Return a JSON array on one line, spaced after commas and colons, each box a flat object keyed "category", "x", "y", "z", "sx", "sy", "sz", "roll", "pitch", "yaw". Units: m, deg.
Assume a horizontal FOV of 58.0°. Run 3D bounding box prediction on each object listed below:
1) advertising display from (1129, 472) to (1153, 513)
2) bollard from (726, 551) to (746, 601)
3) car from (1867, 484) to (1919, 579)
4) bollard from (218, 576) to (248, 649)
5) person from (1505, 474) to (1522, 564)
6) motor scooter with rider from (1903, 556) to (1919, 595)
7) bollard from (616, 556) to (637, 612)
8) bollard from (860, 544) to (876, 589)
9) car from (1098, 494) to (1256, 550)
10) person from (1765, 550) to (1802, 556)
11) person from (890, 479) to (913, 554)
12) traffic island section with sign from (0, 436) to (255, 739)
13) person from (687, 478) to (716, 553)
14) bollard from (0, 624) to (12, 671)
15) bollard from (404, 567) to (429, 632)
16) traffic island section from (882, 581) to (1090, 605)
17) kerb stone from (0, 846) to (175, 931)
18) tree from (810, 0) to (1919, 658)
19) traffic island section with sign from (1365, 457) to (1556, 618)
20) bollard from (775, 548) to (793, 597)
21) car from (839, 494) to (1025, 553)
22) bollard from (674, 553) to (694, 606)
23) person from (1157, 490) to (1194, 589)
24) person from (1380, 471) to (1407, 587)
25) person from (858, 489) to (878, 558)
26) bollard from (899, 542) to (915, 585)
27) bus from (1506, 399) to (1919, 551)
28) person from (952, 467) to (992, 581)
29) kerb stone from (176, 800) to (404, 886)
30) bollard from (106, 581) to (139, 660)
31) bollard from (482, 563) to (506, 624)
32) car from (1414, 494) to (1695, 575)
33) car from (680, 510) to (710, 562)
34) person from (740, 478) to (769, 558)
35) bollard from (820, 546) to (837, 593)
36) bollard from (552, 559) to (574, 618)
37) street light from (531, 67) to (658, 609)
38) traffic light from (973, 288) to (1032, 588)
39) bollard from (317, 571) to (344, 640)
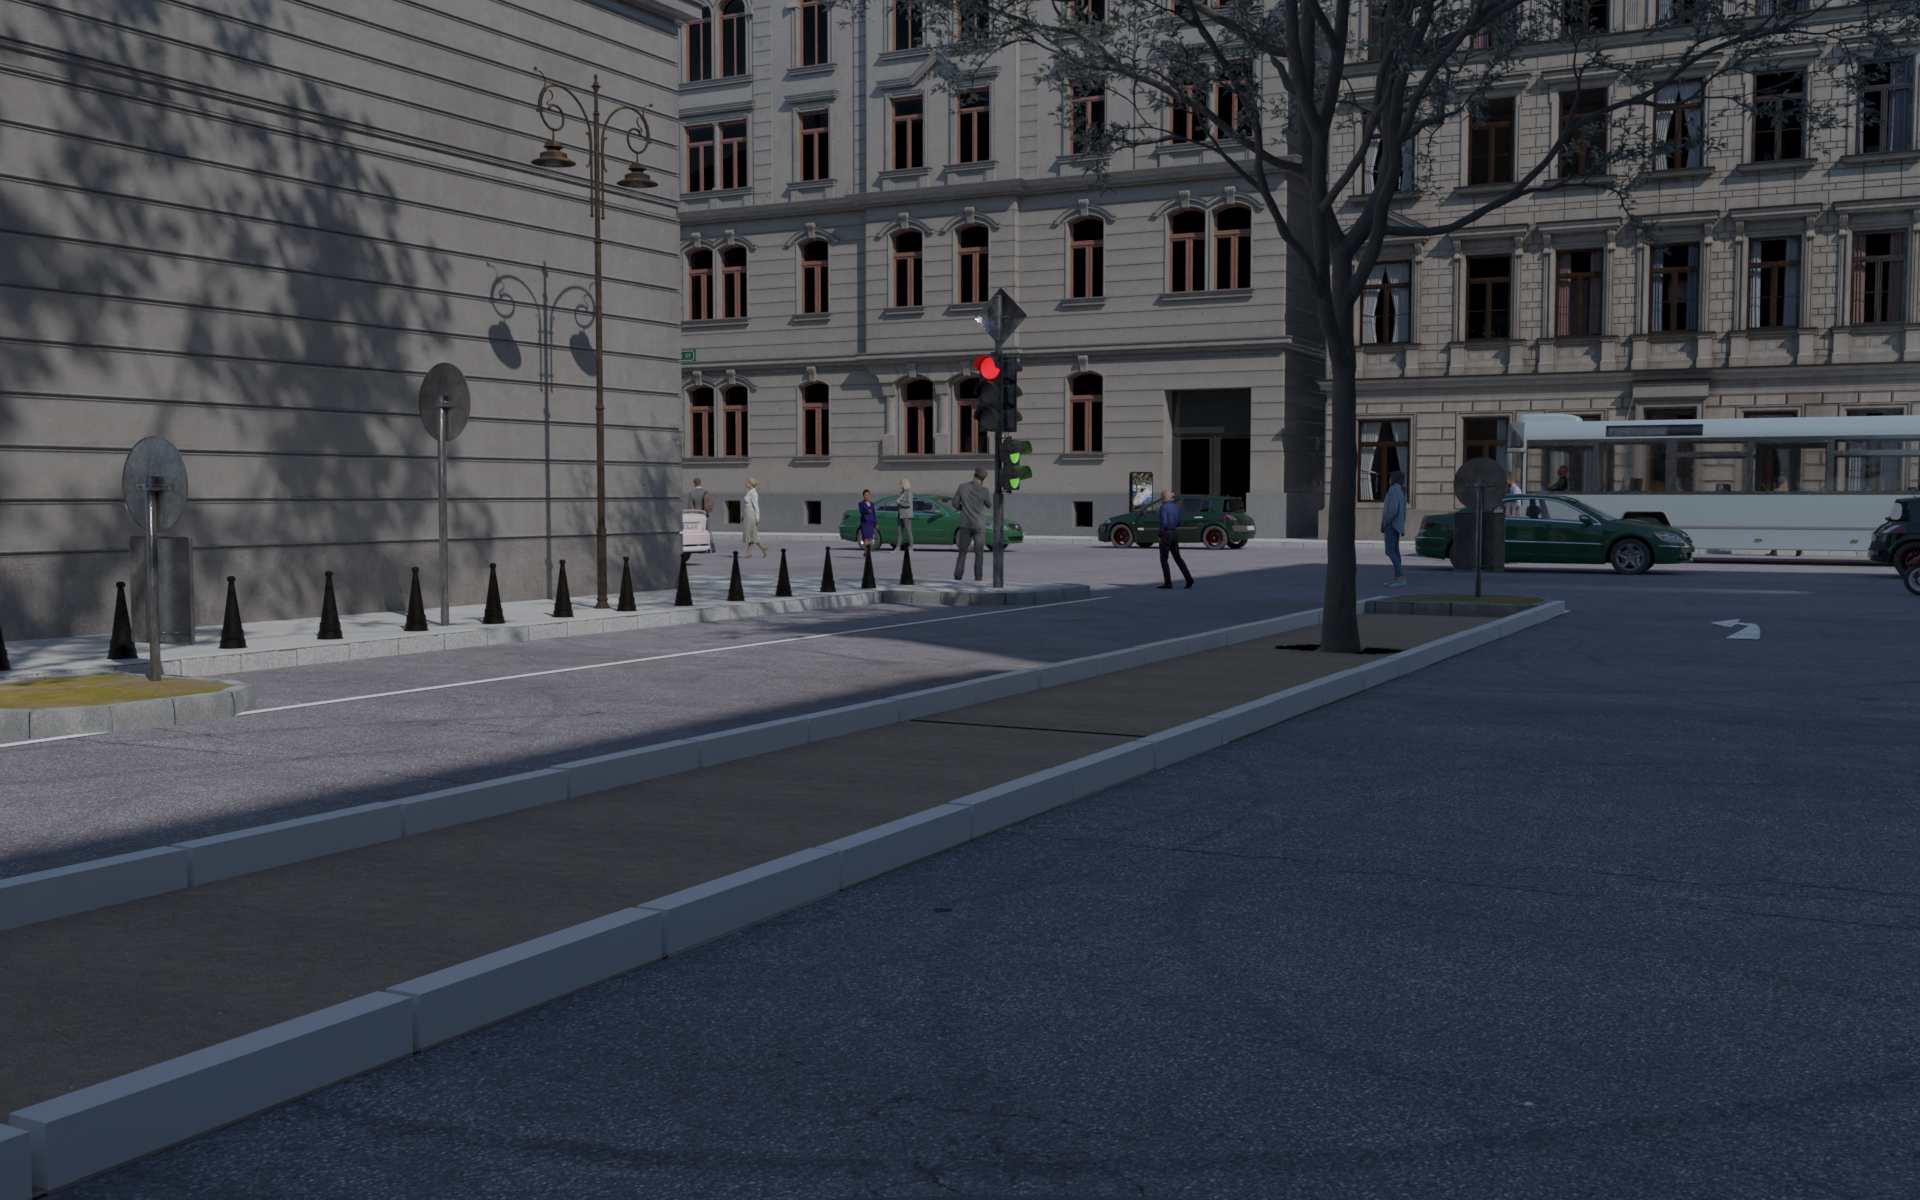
[{"category": "advertising display", "x": 5.217, "y": -2.734, "z": 49.915, "sx": 0.123, "sy": 1.923, "sz": 0.974, "roll": 3, "pitch": 5, "yaw": 44}, {"category": "bollard", "x": -2.692, "y": -0.291, "z": 20.798, "sx": 0.229, "sy": 0.601, "sz": 0.229, "roll": 0, "pitch": 3, "yaw": 0}, {"category": "car", "x": 17.611, "y": -1.178, "z": 29.047, "sx": 4.222, "sy": 1.686, "sz": 2.009, "roll": 2, "pitch": 4, "yaw": 29}, {"category": "bollard", "x": -6.063, "y": 0.099, "z": 14.426, "sx": 0.229, "sy": 0.601, "sz": 0.229, "roll": 0, "pitch": 3, "yaw": 0}, {"category": "person", "x": 11.239, "y": -1.671, "z": 35.683, "sx": 0.599, "sy": 1.838, "sz": 0.709, "roll": 0, "pitch": 4, "yaw": 7}, {"category": "motor scooter with rider", "x": 14.307, "y": -0.929, "z": 24.150, "sx": 1.986, "sy": 1.779, "sz": 0.876, "roll": 2, "pitch": 4, "yaw": 26}, {"category": "bollard", "x": -3.655, "y": -0.180, "z": 18.979, "sx": 0.229, "sy": 0.601, "sz": 0.229, "roll": 0, "pitch": 3, "yaw": 0}, {"category": "bollard", "x": -1.244, "y": -0.458, "z": 23.535, "sx": 0.229, "sy": 0.601, "sz": 0.229, "roll": 0, "pitch": 3, "yaw": 0}, {"category": "car", "x": 5.705, "y": -2.190, "z": 45.590, "sx": 4.222, "sy": 1.686, "sz": 2.009, "roll": 2, "pitch": 4, "yaw": 30}, {"category": "person", "x": 19.040, "y": -1.929, "z": 39.951, "sx": 0.656, "sy": 1.842, "sz": 0.836, "roll": -3, "pitch": 5, "yaw": -39}, {"category": "person", "x": -1.367, "y": -2.022, "z": 41.743, "sx": 0.526, "sy": 1.800, "sz": 0.537, "roll": -2, "pitch": 4, "yaw": -25}, {"category": "traffic island section with sign", "x": -5.762, "y": -0.155, "z": 11.162, "sx": 1.989, "sy": 1.847, "sz": 2.006, "roll": 2, "pitch": 4, "yaw": 28}, {"category": "person", "x": -6.317, "y": -2.062, "z": 42.173, "sx": 0.622, "sy": 1.834, "sz": 0.822, "roll": -2, "pitch": 4, "yaw": -33}, {"category": "bollard", "x": -7.034, "y": 0.211, "z": 12.593, "sx": 0.229, "sy": 0.601, "sz": 0.229, "roll": 0, "pitch": 3, "yaw": 0}, {"category": "bollard", "x": -5.104, "y": -0.012, "z": 16.242, "sx": 0.229, "sy": 0.601, "sz": 0.229, "roll": 0, "pitch": 3, "yaw": 0}, {"category": "traffic island section", "x": 0.508, "y": -0.091, "z": 23.770, "sx": 2.009, "sy": 0.180, "sz": 2.903, "roll": 2, "pitch": 4, "yaw": 28}, {"category": "kerb stone", "x": -3.079, "y": 1.000, "z": 5.846, "sx": 0.120, "sy": 0.150, "sz": 1.000, "roll": 2, "pitch": 4, "yaw": 28}, {"category": "tree", "x": 3.403, "y": -6.257, "z": 15.132, "sx": 12.009, "sy": 13.543, "sz": 11.850, "roll": 0, "pitch": 3, "yaw": 0}, {"category": "traffic island section with sign", "x": 6.183, "y": -0.790, "z": 21.051, "sx": 2.006, "sy": 1.907, "sz": 1.989, "roll": 2, "pitch": 4, "yaw": 28}, {"category": "bollard", "x": -2.211, "y": -0.347, "z": 21.709, "sx": 0.229, "sy": 0.601, "sz": 0.229, "roll": 0, "pitch": 3, "yaw": 0}, {"category": "car", "x": -0.707, "y": -1.960, "z": 43.846, "sx": 4.920, "sy": 1.459, "sz": 2.131, "roll": 2, "pitch": 4, "yaw": 27}, {"category": "bollard", "x": -3.176, "y": -0.235, "z": 19.892, "sx": 0.229, "sy": 0.601, "sz": 0.229, "roll": 0, "pitch": 3, "yaw": 0}, {"category": "person", "x": 3.188, "y": -0.925, "z": 26.324, "sx": 0.574, "sy": 1.496, "sz": 0.600, "roll": -1, "pitch": 4, "yaw": -20}, {"category": "person", "x": 6.770, "y": -1.109, "z": 26.900, "sx": 0.793, "sy": 1.790, "sz": 0.793, "roll": 0, "pitch": 4, "yaw": -5}, {"category": "person", "x": -1.977, "y": -1.669, "z": 38.154, "sx": 0.546, "sy": 1.535, "sz": 0.453, "roll": 3, "pitch": 5, "yaw": 40}, {"category": "bollard", "x": -0.752, "y": -0.515, "z": 24.464, "sx": 0.229, "sy": 0.601, "sz": 0.229, "roll": 0, "pitch": 3, "yaw": 0}, {"category": "bus", "x": 17.282, "y": -2.497, "z": 35.691, "sx": 13.247, "sy": 3.499, "sz": 2.948, "roll": 2, "pitch": 4, "yaw": 28}, {"category": "person", "x": 0.171, "y": -1.115, "z": 26.533, "sx": 0.655, "sy": 1.846, "sz": 0.447, "roll": 0, "pitch": 4, "yaw": 7}, {"category": "kerb stone", "x": -2.600, "y": 0.944, "z": 6.754, "sx": 0.120, "sy": 0.150, "sz": 1.000, "roll": 2, "pitch": 4, "yaw": 28}, {"category": "bollard", "x": -6.544, "y": 0.154, "z": 13.518, "sx": 0.229, "sy": 0.601, "sz": 0.229, "roll": 0, "pitch": 3, "yaw": 0}, {"category": "bollard", "x": -4.621, "y": -0.068, "z": 17.149, "sx": 0.229, "sy": 0.601, "sz": 0.229, "roll": 0, "pitch": 3, "yaw": 0}, {"category": "car", "x": 10.951, "y": -1.239, "z": 32.059, "sx": 4.920, "sy": 1.459, "sz": 2.131, "roll": 2, "pitch": 4, "yaw": 26}, {"category": "car", "x": -7.345, "y": -1.409, "z": 35.392, "sx": 4.827, "sy": 1.381, "sz": 2.083, "roll": 2, "pitch": 4, "yaw": 29}, {"category": "person", "x": -4.604, "y": -1.836, "z": 38.738, "sx": 0.641, "sy": 1.798, "sz": 0.478, "roll": 0, "pitch": 4, "yaw": -6}, {"category": "bollard", "x": -1.726, "y": -0.403, "z": 22.626, "sx": 0.229, "sy": 0.601, "sz": 0.229, "roll": 0, "pitch": 3, "yaw": 0}, {"category": "bollard", "x": -4.142, "y": -0.123, "z": 18.058, "sx": 0.229, "sy": 0.601, "sz": 0.229, "roll": 0, "pitch": 3, "yaw": 0}, {"category": "street light", "x": -4.009, "y": -2.841, "z": 19.238, "sx": 0.468, "sy": 5.910, "sz": 1.993, "roll": 2, "pitch": 4, "yaw": 28}, {"category": "traffic light", "x": 0.538, "y": -2.122, "z": 23.618, "sx": 0.839, "sy": 4.253, "sz": 0.868, "roll": 2, "pitch": 4, "yaw": 28}, {"category": "bollard", "x": -5.581, "y": 0.043, "z": 15.333, "sx": 0.229, "sy": 0.601, "sz": 0.229, "roll": 0, "pitch": 3, "yaw": 0}]
